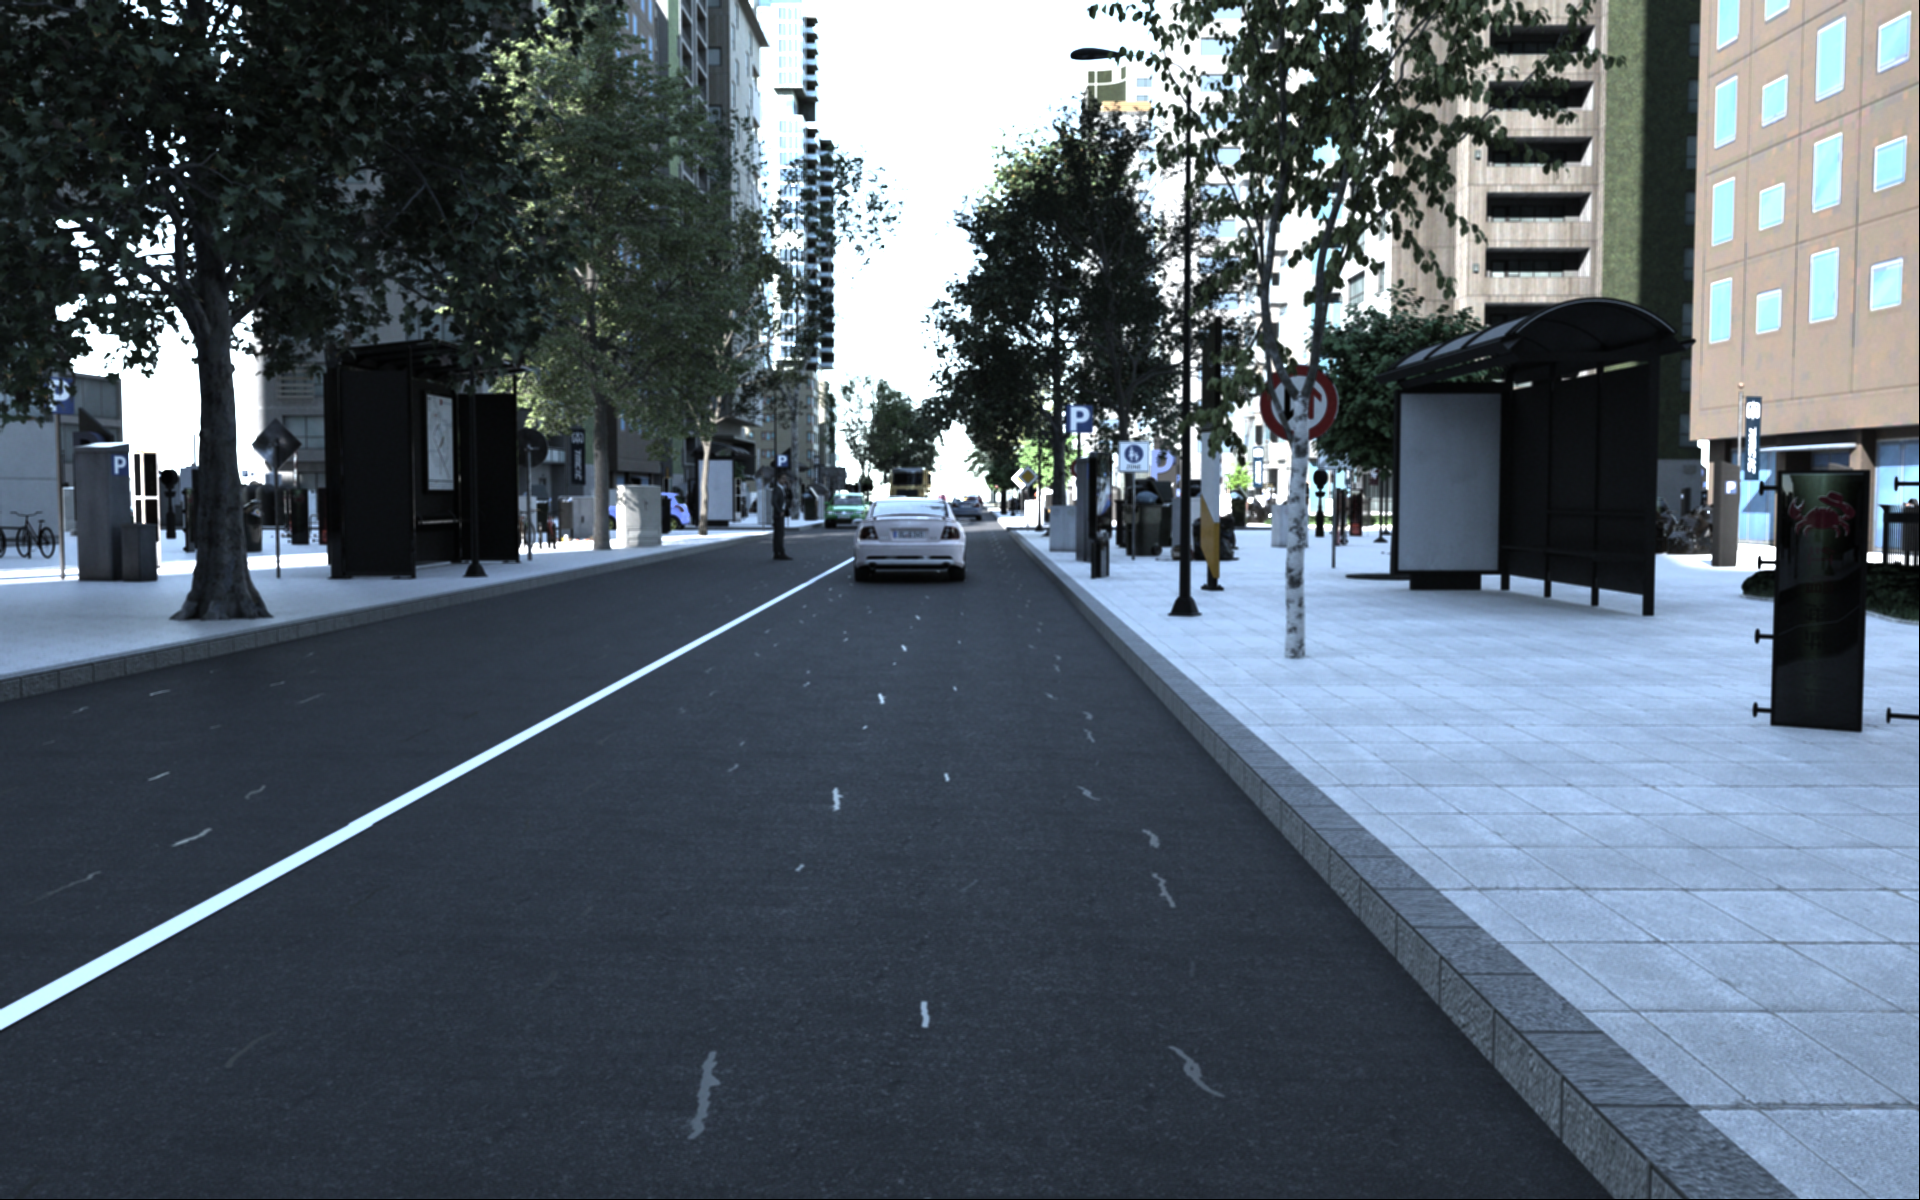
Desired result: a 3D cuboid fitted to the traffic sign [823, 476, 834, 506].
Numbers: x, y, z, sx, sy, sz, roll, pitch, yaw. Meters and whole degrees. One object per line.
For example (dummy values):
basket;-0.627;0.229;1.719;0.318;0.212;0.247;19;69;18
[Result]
traffic sign;-7.470;-5.885;98.355;0.606;2.300;0.079;0;4;2

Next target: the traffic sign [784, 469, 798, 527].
traffic sign;-6.778;-3.949;68.209;0.795;2.450;0.064;0;4;0

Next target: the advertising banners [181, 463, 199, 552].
advertising banners;-17.035;-2.611;38.879;0.090;3.025;2.074;0;4;-3

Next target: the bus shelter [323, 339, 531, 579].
bus shelter;-8.741;-2.318;29.178;1.731;3.624;6.357;0;4;1

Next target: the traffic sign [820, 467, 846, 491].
traffic sign;-9.551;-8.226;128.368;2.265;3.308;0.079;0;4;1

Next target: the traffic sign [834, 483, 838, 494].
traffic sign;-9.015;-7.642;125.054;0.768;2.556;0.104;1;4;8

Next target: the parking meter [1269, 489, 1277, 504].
parking meter;16.346;-5.017;90.440;0.372;1.533;0.369;0;3;0

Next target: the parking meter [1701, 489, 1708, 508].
parking meter;38.865;-5.022;90.519;0.372;1.533;0.369;0;3;0

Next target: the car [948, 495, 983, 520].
car;0.293;-5.112;95.580;2.014;1.417;4.499;0;4;-1

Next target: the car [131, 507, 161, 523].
car;-32.001;-3.176;63.723;4.920;1.459;2.131;0;4;-1

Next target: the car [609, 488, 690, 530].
car;-12.107;-3.424;65.579;3.694;1.707;1.945;0;4;-1

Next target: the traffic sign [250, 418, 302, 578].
traffic sign;-10.429;-1.545;26.439;0.795;2.450;0.064;0;4;2

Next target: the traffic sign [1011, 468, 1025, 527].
traffic sign;2.416;-3.944;68.120;0.795;2.450;0.064;0;4;0

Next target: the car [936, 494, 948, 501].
car;-3.151;-17.885;301.456;2.155;1.783;4.494;0;4;-1

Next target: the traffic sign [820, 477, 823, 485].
traffic sign;-10.433;-7.805;127.719;0.768;2.556;0.104;1;4;8

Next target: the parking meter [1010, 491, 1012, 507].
parking meter;3.951;-7.927;138.009;0.372;1.533;0.369;0;3;0

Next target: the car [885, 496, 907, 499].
car;-3.626;-5.238;98.215;1.945;1.354;3.894;0;4;0

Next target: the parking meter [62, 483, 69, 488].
parking meter;-45.657;-5.050;88.285;0.399;1.863;0.255;0;4;2

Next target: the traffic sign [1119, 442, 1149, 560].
traffic sign;3.367;-1.924;33.585;0.606;2.300;0.079;0;4;7

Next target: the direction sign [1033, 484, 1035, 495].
direction sign;4.532;-6.979;106.105;0.876;3.537;0.379;-2;4;-33

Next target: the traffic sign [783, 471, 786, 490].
traffic sign;-9.834;-5.943;97.282;0.768;2.556;0.104;0;4;5

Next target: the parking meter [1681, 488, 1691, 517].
parking meter;29.150;-3.739;69.544;0.372;1.533;0.369;0;3;0

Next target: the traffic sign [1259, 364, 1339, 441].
traffic sign;3.325;-1.037;17.065;0.768;2.556;0.104;0;4;5

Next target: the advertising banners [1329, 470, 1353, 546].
advertising banners;9.392;-2.860;42.941;0.090;3.025;2.074;2;4;24

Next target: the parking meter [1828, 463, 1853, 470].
parking meter;16.536;-1.642;32.557;0.255;1.863;0.399;-2;4;-30

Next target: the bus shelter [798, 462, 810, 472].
bus shelter;-10.388;-6.817;105.374;2.014;3.302;5.546;0;4;1

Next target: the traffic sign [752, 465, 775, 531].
traffic sign;-6.838;-3.461;60.225;0.795;2.450;0.064;0;4;0

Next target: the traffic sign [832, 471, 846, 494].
traffic sign;-6.741;-5.886;96.343;0.768;2.556;0.104;0;4;7

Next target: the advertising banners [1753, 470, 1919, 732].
advertising banners;5.258;-0.780;8.948;2.074;3.025;0.090;3;4;38

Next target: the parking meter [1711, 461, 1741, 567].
parking meter;13.490;-1.516;30.493;0.399;1.863;0.255;-1;4;-12

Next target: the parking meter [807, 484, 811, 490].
parking meter;-8.681;-5.812;100.745;0.399;1.863;0.255;3;4;38

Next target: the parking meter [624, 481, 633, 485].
parking meter;-15.045;-4.455;78.555;0.399;1.863;0.255;0;4;3

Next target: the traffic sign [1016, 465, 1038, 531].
traffic sign;2.356;-3.455;60.135;0.795;2.450;0.064;0;4;0

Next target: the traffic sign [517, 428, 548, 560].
traffic sign;-8.325;-2.039;33.437;0.768;2.556;0.104;0;4;4

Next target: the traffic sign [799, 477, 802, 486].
traffic sign;-11.419;-7.398;121.055;0.768;2.556;0.104;1;4;10

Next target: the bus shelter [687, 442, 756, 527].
bus shelter;-9.594;-4.670;70.270;2.014;3.302;5.546;0;4;0

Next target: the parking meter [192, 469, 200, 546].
parking meter;-17.798;-2.141;40.716;0.255;1.863;0.399;3;4;38

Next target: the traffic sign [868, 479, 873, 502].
traffic sign;-7.084;-8.180;133.852;0.768;2.556;0.104;1;4;9

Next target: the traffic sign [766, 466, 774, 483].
traffic sign;-8.740;-4.824;78.978;0.768;2.556;0.104;0;4;2

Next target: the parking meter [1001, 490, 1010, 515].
parking meter;2.747;-6.115;108.394;0.372;1.533;0.369;0;3;0

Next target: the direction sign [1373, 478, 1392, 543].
direction sign;11.166;-3.295;45.870;0.876;3.537;0.379;-3;4;-38

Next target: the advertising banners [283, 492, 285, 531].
advertising banners;-22.291;-3.759;57.655;0.090;3.025;2.074;-2;4;-33

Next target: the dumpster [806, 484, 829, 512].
dumpster;-7.982;-5.562;96.692;1.264;1.857;1.865;0;4;0

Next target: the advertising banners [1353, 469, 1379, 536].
advertising banners;12.118;-3.477;53.035;0.090;3.025;2.074;-2;4;-34

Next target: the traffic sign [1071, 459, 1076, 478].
traffic sign;4.240;-3.688;60.408;0.768;2.556;0.104;0;4;1

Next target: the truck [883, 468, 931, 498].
truck;-3.653;-8.117;128.640;3.469;3.379;9.791;0;4;2

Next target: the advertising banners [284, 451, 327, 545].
advertising banners;-16.060;-2.917;43.877;2.074;3.025;0.090;0;4;7

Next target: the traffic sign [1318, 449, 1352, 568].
traffic sign;6.496;-1.708;30.055;0.606;2.300;0.079;0;4;6

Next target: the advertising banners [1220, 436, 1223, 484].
advertising banners;6.606;-3.033;45.775;0.090;3.025;2.074;2;4;29

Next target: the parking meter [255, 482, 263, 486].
parking meter;-34.327;-4.844;84.917;0.255;1.863;0.399;2;4;27

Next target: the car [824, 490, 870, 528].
car;-4.781;-3.997;74.150;1.959;1.807;4.718;0;4;1

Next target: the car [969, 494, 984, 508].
car;1.560;-10.780;185.288;2.155;1.783;4.494;0;4;0

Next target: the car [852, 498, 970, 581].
car;-0.854;-1.080;30.015;2.083;1.381;4.827;0;4;-1
